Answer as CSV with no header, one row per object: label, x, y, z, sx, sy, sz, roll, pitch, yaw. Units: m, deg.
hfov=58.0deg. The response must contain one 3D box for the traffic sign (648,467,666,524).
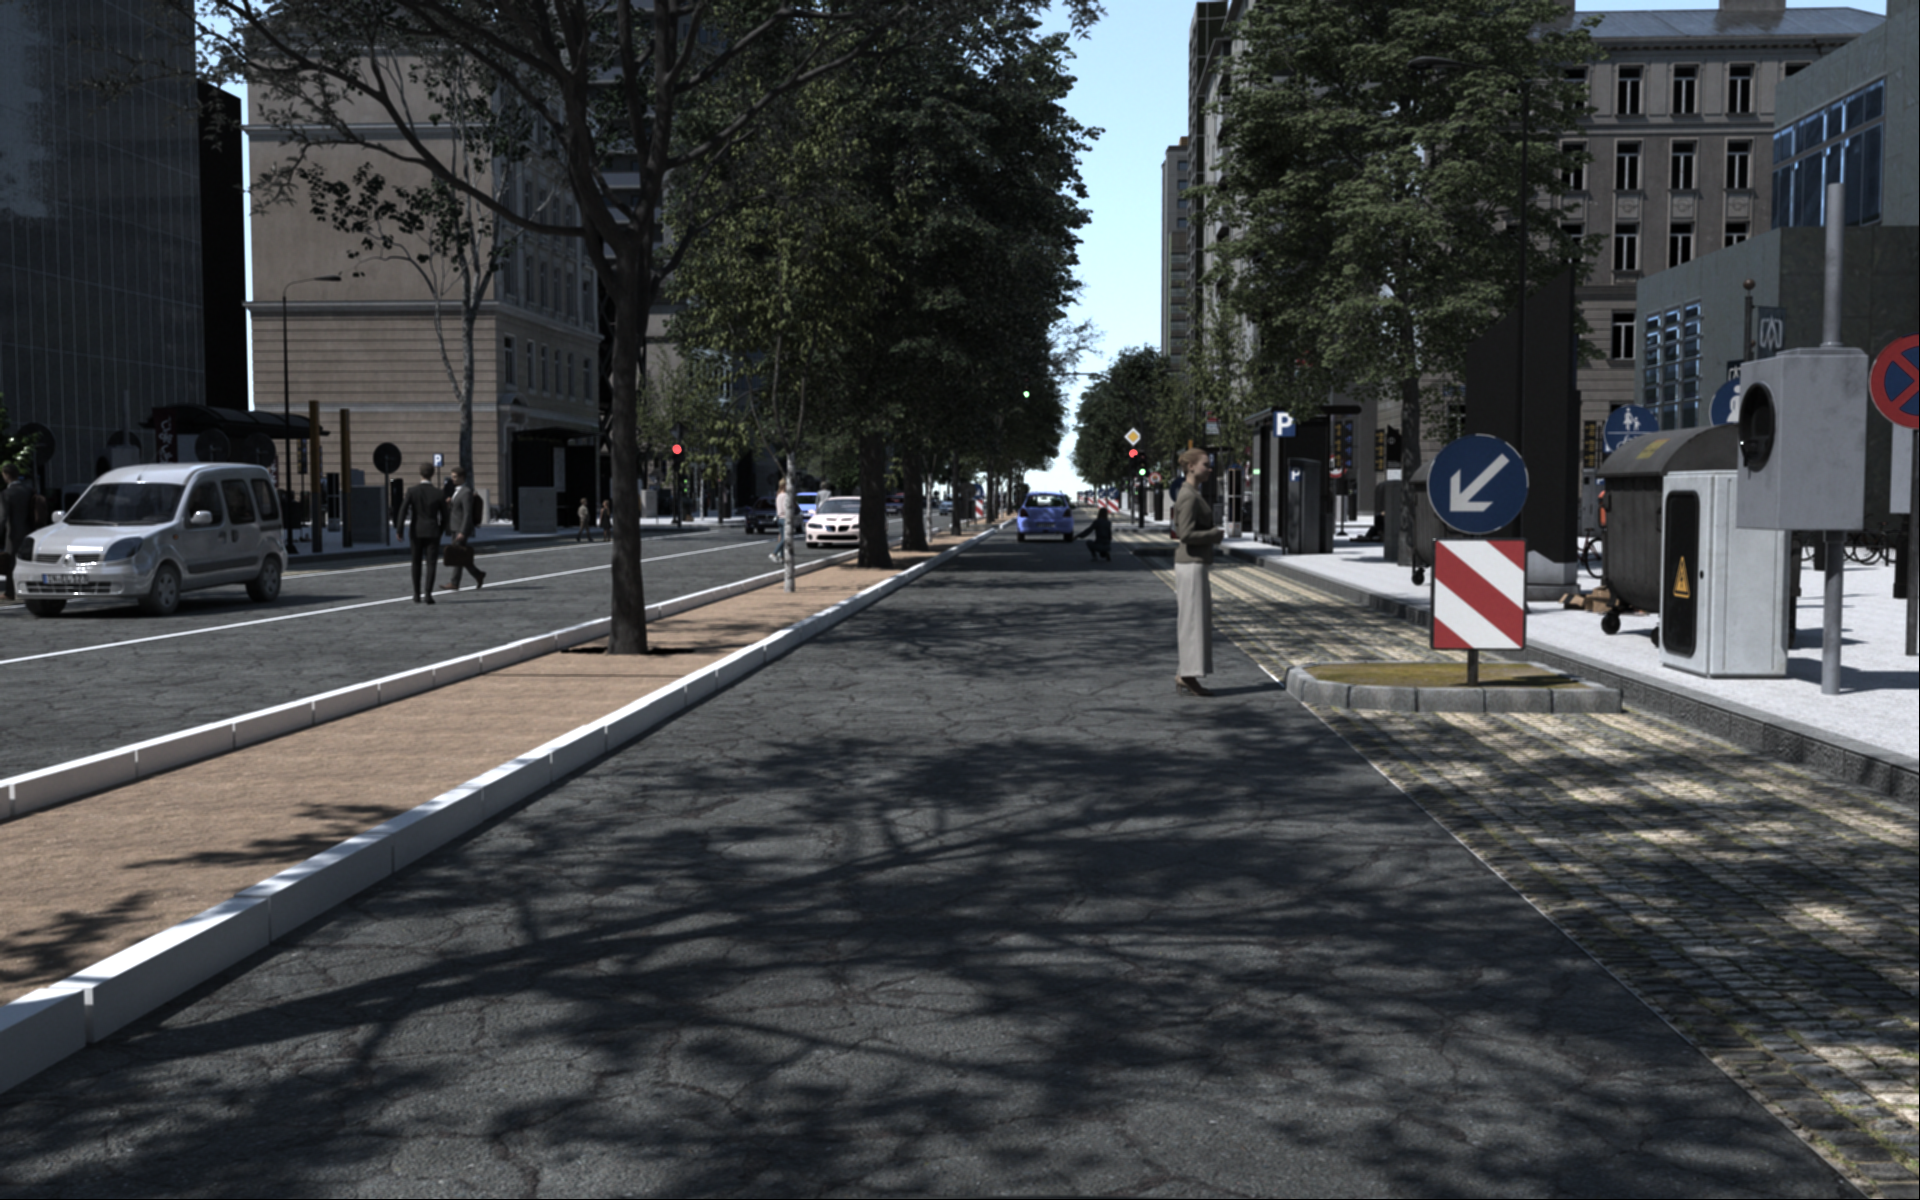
traffic sign,-12.902,-4.439,73.757,0.795,2.450,0.064,0,4,6

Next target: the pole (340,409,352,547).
pole,-14.752,-2.922,41.622,0.158,3.312,0.155,0,3,0

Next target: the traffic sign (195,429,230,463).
traffic sign,-14.596,-2.061,33.809,0.768,2.556,0.104,1,4,12

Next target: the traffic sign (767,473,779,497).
traffic sign,-11.486,-6.487,106.171,0.768,2.556,0.104,1,4,12

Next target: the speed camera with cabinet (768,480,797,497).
speed camera with cabinet,-11.148,-6.999,108.768,0.660,3.252,2.038,3,4,39

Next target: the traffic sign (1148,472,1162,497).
traffic sign,11.181,-6.065,99.270,0.768,2.556,0.104,1,4,10

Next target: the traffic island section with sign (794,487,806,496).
traffic island section with sign,-8.936,-5.372,96.456,1.989,1.847,2.006,0,4,3

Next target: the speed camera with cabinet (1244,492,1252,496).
speed camera with cabinet,22.213,-8.328,130.495,2.038,3.252,0.660,1,4,9

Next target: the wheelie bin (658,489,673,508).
wheelie bin,-18.072,-6.016,106.277,0.980,1.594,0.693,0,4,-4

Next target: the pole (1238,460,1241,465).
pole,16.624,-6.682,103.099,0.158,3.312,0.155,0,3,0

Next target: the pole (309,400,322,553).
pole,-14.080,-2.691,37.845,0.158,3.312,0.155,0,3,0

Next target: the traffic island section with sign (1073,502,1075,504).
traffic island section with sign,17.769,-15.027,254.321,1.989,1.847,2.006,0,4,3

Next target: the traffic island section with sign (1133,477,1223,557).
traffic island section with sign,5.049,-1.939,40.330,1.989,1.847,2.006,0,4,3

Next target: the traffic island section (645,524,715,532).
traffic island section,-10.728,-2.682,66.123,2.009,0.180,2.903,0,4,3

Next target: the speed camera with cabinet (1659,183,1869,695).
speed camera with cabinet,5.439,-1.070,11.837,0.660,3.252,2.038,0,4,3

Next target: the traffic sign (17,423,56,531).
traffic sign,-16.505,-1.884,30.912,0.768,2.556,0.104,0,4,4

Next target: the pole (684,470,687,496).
pole,-18.541,-7.520,116.797,0.158,3.312,0.155,0,3,0

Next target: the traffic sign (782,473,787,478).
traffic sign,-10.330,-6.348,103.902,0.768,2.556,0.104,0,4,5

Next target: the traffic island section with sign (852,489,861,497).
traffic island section with sign,-7.335,-7.018,123.364,1.989,1.847,2.006,0,4,3

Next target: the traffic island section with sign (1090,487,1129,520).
traffic island section with sign,8.330,-5.327,95.720,1.989,1.847,2.006,0,4,3

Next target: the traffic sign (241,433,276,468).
traffic sign,-14.700,-2.214,36.301,0.768,2.556,0.104,0,4,7

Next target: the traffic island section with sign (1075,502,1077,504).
traffic island section with sign,14.496,-11.663,199.319,1.989,1.847,2.006,0,4,3

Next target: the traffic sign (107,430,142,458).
traffic sign,-16.557,-2.093,34.322,0.768,2.556,0.104,1,4,10

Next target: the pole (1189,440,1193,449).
pole,8.690,-4.374,65.353,0.158,3.312,0.155,0,3,0

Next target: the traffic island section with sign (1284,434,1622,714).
traffic island section with sign,3.356,-0.219,12.215,1.989,1.847,2.006,0,4,3

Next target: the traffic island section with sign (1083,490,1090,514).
traffic island section with sign,9.938,-6.985,122.836,1.989,1.847,2.006,0,4,3

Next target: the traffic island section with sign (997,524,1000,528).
traffic island section with sign,0.702,-3.973,73.100,2.006,1.907,1.989,0,4,3

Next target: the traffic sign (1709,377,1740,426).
traffic sign,8.484,-1.141,18.761,0.768,2.556,0.104,1,4,9

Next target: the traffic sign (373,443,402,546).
traffic sign,-14.207,-2.621,42.957,0.768,2.556,0.104,1,4,11

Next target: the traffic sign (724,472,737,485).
traffic sign,-13.216,-6.092,99.714,0.768,2.556,0.104,1,4,12

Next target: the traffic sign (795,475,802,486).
traffic sign,-11.149,-7.203,117.769,0.884,2.594,0.081,1,4,9

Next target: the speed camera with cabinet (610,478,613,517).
speed camera with cabinet,-18.343,-6.013,92.655,0.660,3.252,2.038,0,4,-5

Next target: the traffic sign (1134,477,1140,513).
traffic sign,12.178,-7.260,118.800,0.768,2.556,0.104,1,4,12

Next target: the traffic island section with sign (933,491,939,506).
traffic island section with sign,-2.713,-11.759,200.887,1.989,1.847,2.006,0,4,3

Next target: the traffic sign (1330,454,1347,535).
traffic sign,11.861,-3.346,54.808,0.768,2.556,0.104,0,4,5

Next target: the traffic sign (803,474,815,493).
traffic sign,-9.827,-6.878,112.553,0.768,2.556,0.104,1,4,10

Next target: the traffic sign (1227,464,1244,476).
traffic sign,11.476,-4.418,72.340,0.768,2.556,0.104,0,4,5

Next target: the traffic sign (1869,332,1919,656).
traffic sign,7.560,-0.831,13.688,0.768,2.556,0.104,1,4,13

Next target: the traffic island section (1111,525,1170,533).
traffic island section,6.832,-2.618,65.077,2.009,0.180,2.903,0,4,3

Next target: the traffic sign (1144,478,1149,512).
traffic sign,11.151,-6.270,104.649,0.606,2.300,0.079,1,4,8

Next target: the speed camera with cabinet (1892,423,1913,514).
speed camera with cabinet,12.017,-1.586,20.271,2.038,3.252,0.660,0,4,-6

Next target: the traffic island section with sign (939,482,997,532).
traffic island section with sign,0.252,-3.521,65.707,2.006,1.907,1.989,0,4,3

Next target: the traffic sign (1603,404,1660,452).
traffic sign,9.535,-1.503,24.683,0.768,2.556,0.104,0,4,7

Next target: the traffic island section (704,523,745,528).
traffic island section,-10.253,-3.169,74.094,2.009,0.180,2.903,0,4,3

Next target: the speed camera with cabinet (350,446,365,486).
speed camera with cabinet,-21.985,-4.225,63.419,0.660,3.252,2.038,-2,4,-32

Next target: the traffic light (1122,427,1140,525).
traffic light,7.267,-5.139,72.937,0.839,4.253,0.868,0,4,3

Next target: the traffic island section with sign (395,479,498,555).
traffic island section with sign,-12.198,-2.008,41.467,1.989,1.847,2.006,0,4,3

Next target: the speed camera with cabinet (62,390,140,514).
speed camera with cabinet,-16.539,-2.384,33.318,2.038,3.252,0.660,3,4,38

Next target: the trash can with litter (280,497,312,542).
trash can with litter,-18.301,-2.156,46.307,2.233,1.210,1.678,-1,4,-18

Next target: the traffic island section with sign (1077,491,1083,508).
traffic island section with sign,12.895,-10.016,172.385,1.989,1.847,2.006,0,4,3

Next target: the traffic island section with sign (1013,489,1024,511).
traffic island section with sign,5.157,-8.561,148.107,2.006,1.907,1.989,0,4,3

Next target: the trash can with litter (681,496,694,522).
trash can with litter,-12.632,-4.240,80.715,0.624,1.170,1.055,-2,4,-27

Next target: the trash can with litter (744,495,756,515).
trash can with litter,-12.299,-5.655,103.510,1.678,1.210,2.233,-3,4,-38

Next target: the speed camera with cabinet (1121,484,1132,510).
speed camera with cabinet,13.684,-8.997,141.441,0.660,3.252,2.038,1,4,18
